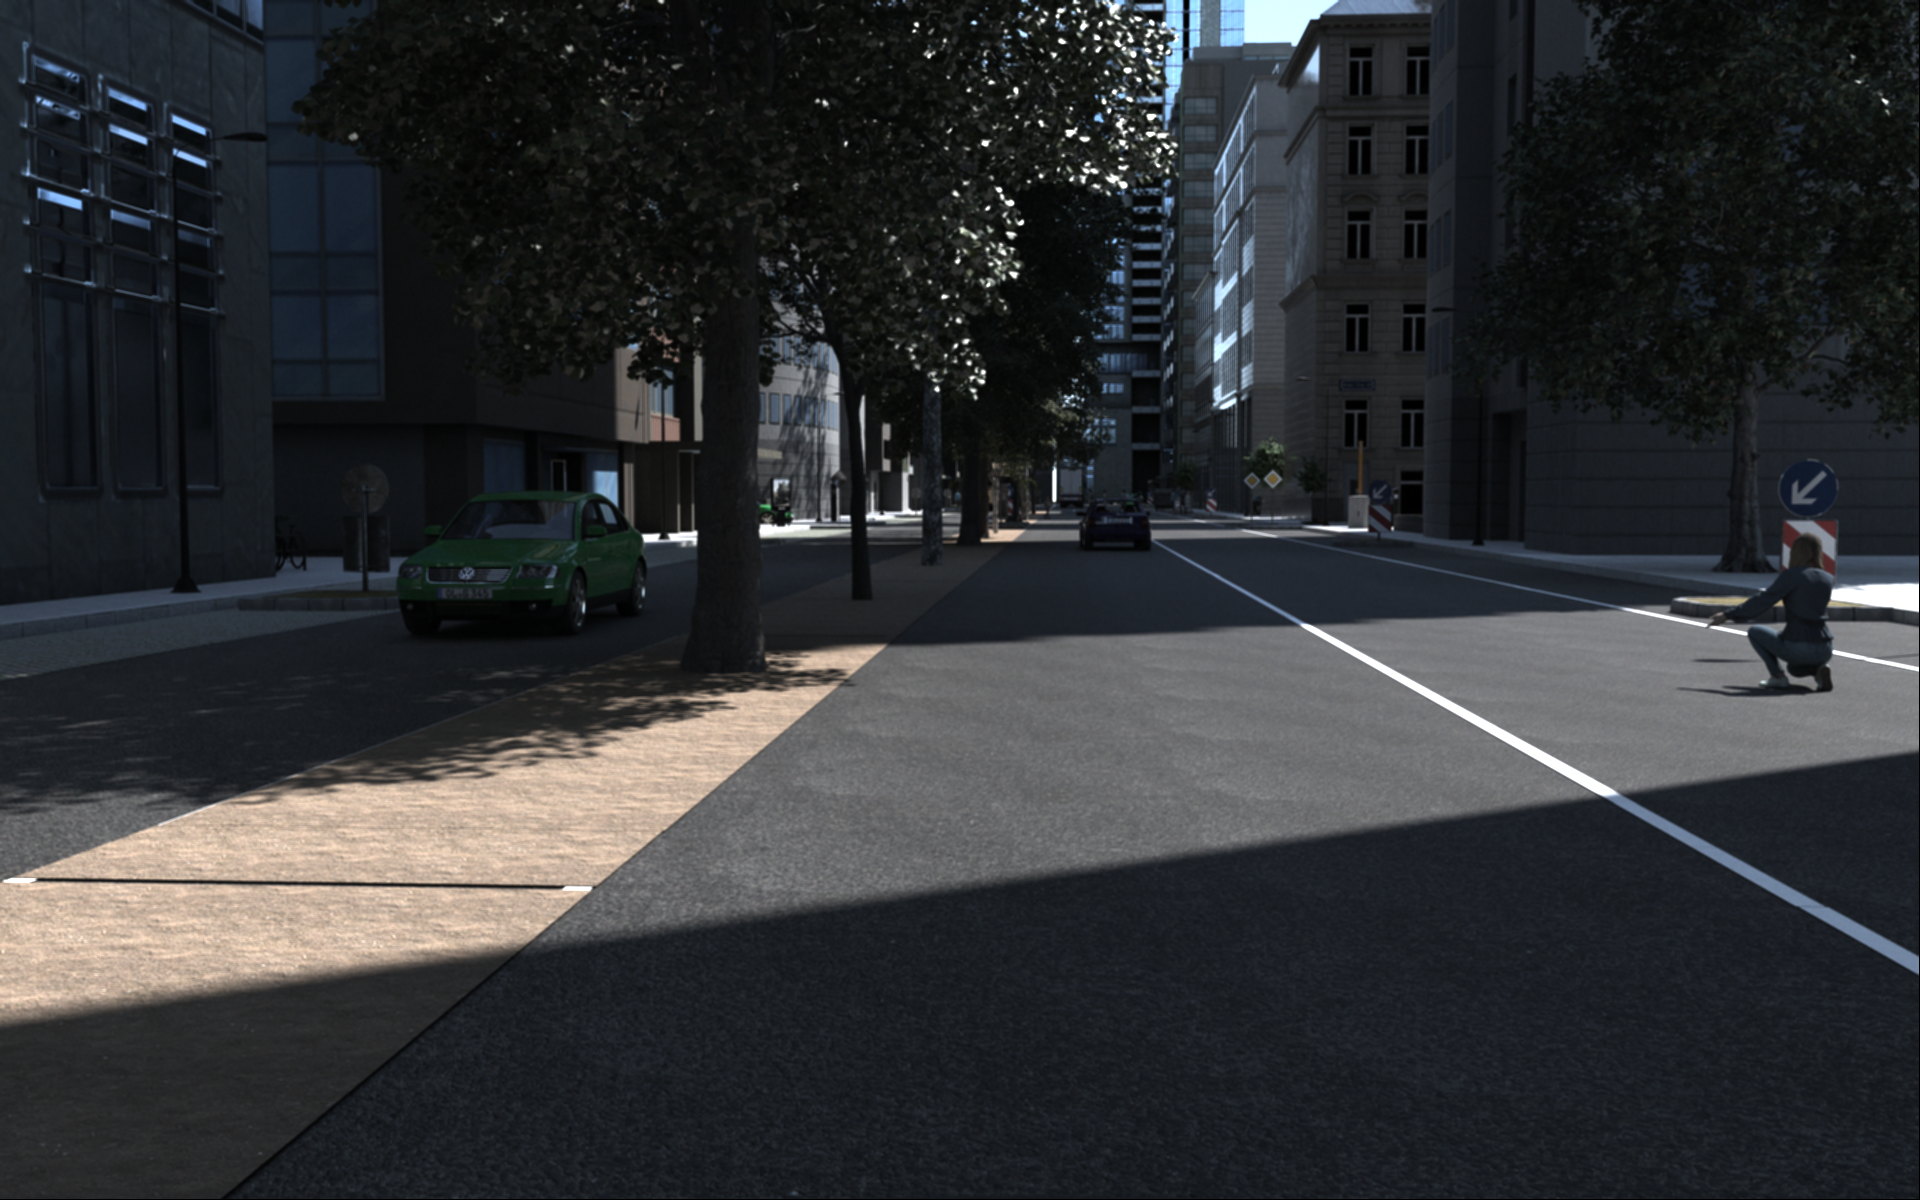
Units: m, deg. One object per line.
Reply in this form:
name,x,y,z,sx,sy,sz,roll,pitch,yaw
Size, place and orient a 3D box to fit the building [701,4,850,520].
building,-17.225,-33.654,92.237,21.231,58.520,28.212,0,4,4

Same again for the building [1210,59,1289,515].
building,24.108,-20.902,119.233,11.434,29.767,29.804,0,4,4

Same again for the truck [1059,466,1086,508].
truck,11.760,-11.783,181.557,2.839,4.237,11.283,0,4,5

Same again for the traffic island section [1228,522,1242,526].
traffic island section,13.207,-3.427,78.312,2.009,0.180,2.903,0,4,4

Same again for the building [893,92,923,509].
building,-10.120,-28.134,143.581,14.154,41.232,14.086,0,4,4

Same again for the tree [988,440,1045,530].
tree,1.386,-7.026,67.696,4.737,8.622,4.395,0,3,0

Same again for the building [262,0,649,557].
building,-16.088,-23.899,40.857,14.600,45.320,14.200,0,4,4

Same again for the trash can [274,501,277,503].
trash can,-13.924,-1.386,34.311,0.748,1.137,0.748,0,3,0

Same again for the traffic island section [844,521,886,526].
traffic island section,-4.500,-3.495,79.425,2.009,0.180,2.903,0,4,4

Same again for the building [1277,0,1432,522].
building,28.508,-17.476,82.989,25.104,27.353,12.463,0,4,4

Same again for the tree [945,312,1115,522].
tree,2.589,-9.947,82.102,9.611,12.733,9.660,0,3,0

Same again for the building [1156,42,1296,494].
building,33.890,-34.798,188.557,23.786,49.044,30.456,0,4,4

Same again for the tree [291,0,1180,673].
tree,-1.914,-6.400,13.759,9.857,13.997,8.962,0,3,0

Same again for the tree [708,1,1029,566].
tree,-1.715,-10.800,34.931,12.611,20.169,13.585,0,3,0

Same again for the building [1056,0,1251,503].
building,29.404,-57.128,246.716,31.000,86.520,22.319,0,4,4

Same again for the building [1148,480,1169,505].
building,39.953,-32.039,215.726,32.217,40.220,23.993,0,4,4

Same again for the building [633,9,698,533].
building,-22.311,-24.763,59.504,28.867,44.769,22.147,0,4,4

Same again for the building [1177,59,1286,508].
building,28.027,-29.559,166.889,14.154,41.232,14.086,0,4,4

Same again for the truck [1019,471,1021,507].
truck,5.833,-12.535,193.862,2.839,4.237,11.283,0,4,5

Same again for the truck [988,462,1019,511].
truck,3.478,-9.628,146.338,2.839,4.237,11.283,0,4,5

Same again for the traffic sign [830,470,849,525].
traffic sign,-4.976,-4.144,71.393,0.795,2.450,0.064,0,4,4

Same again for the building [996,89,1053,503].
building,-0.667,-43.169,247.819,28.212,58.520,21.231,0,4,4

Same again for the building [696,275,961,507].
building,-11.437,-31.456,168.929,22.147,44.769,28.867,0,4,4

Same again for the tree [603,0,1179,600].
tree,-1.276,-5.292,23.395,8.767,10.594,7.601,0,4,4

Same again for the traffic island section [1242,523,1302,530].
traffic island section,12.706,-2.940,70.342,2.009,0.180,2.903,0,4,4

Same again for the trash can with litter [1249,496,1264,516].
trash can with litter,17.423,-5.531,101.823,0.624,1.170,1.055,2,4,30

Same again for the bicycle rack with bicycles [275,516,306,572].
bicycle rack with bicycles,-11.967,-0.935,28.674,2.852,0.926,2.925,2,4,24

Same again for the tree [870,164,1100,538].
tree,0.666,-8.306,56.388,7.486,12.596,7.792,0,3,0

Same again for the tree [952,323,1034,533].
tree,1.307,-6.742,63.052,4.360,8.622,3.978,0,3,0

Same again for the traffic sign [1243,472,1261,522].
traffic sign,13.183,-4.562,78.236,0.795,2.450,0.064,0,4,4

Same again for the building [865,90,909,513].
building,-11.280,-21.418,121.883,14.160,30.474,14.107,0,4,4

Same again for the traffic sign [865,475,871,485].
traffic sign,-4.476,-4.631,79.362,0.795,2.450,0.064,0,4,4

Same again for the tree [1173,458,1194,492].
tree,20.831,-10.598,156.991,4.285,4.588,4.351,0,3,0

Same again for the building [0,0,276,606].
building,-20.692,-42.606,9.285,22.319,86.520,31.000,0,4,4

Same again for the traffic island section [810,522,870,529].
traffic island section,-5.000,-3.008,71.456,2.009,0.180,2.903,0,4,4

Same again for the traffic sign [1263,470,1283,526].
traffic sign,12.682,-4.075,70.267,0.795,2.450,0.064,0,4,4

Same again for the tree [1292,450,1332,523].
tree,15.638,-5.019,76.665,1.663,3.219,1.824,0,3,0

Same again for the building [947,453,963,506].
building,-6.337,-25.637,190.859,14.160,30.474,14.107,0,4,4

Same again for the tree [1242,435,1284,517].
tree,17.361,-6.859,95.866,4.285,4.588,4.351,0,3,0

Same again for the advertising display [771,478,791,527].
advertising display,-7.046,-3.848,68.129,0.123,1.923,0.974,3,5,40

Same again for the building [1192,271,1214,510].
building,24.718,-18.003,143.500,9.793,20.994,18.267,0,4,4

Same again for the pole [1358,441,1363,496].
pole,15.348,-4.439,66.413,0.158,3.312,0.155,0,3,0

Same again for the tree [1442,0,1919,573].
tree,12.827,-6.803,28.242,9.611,12.733,9.660,0,3,0

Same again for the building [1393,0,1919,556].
building,24.247,-30.941,47.885,21.231,58.520,28.212,0,4,4

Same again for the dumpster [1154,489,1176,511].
dumpster,17.014,-8.279,143.574,1.865,1.857,1.264,0,4,3
